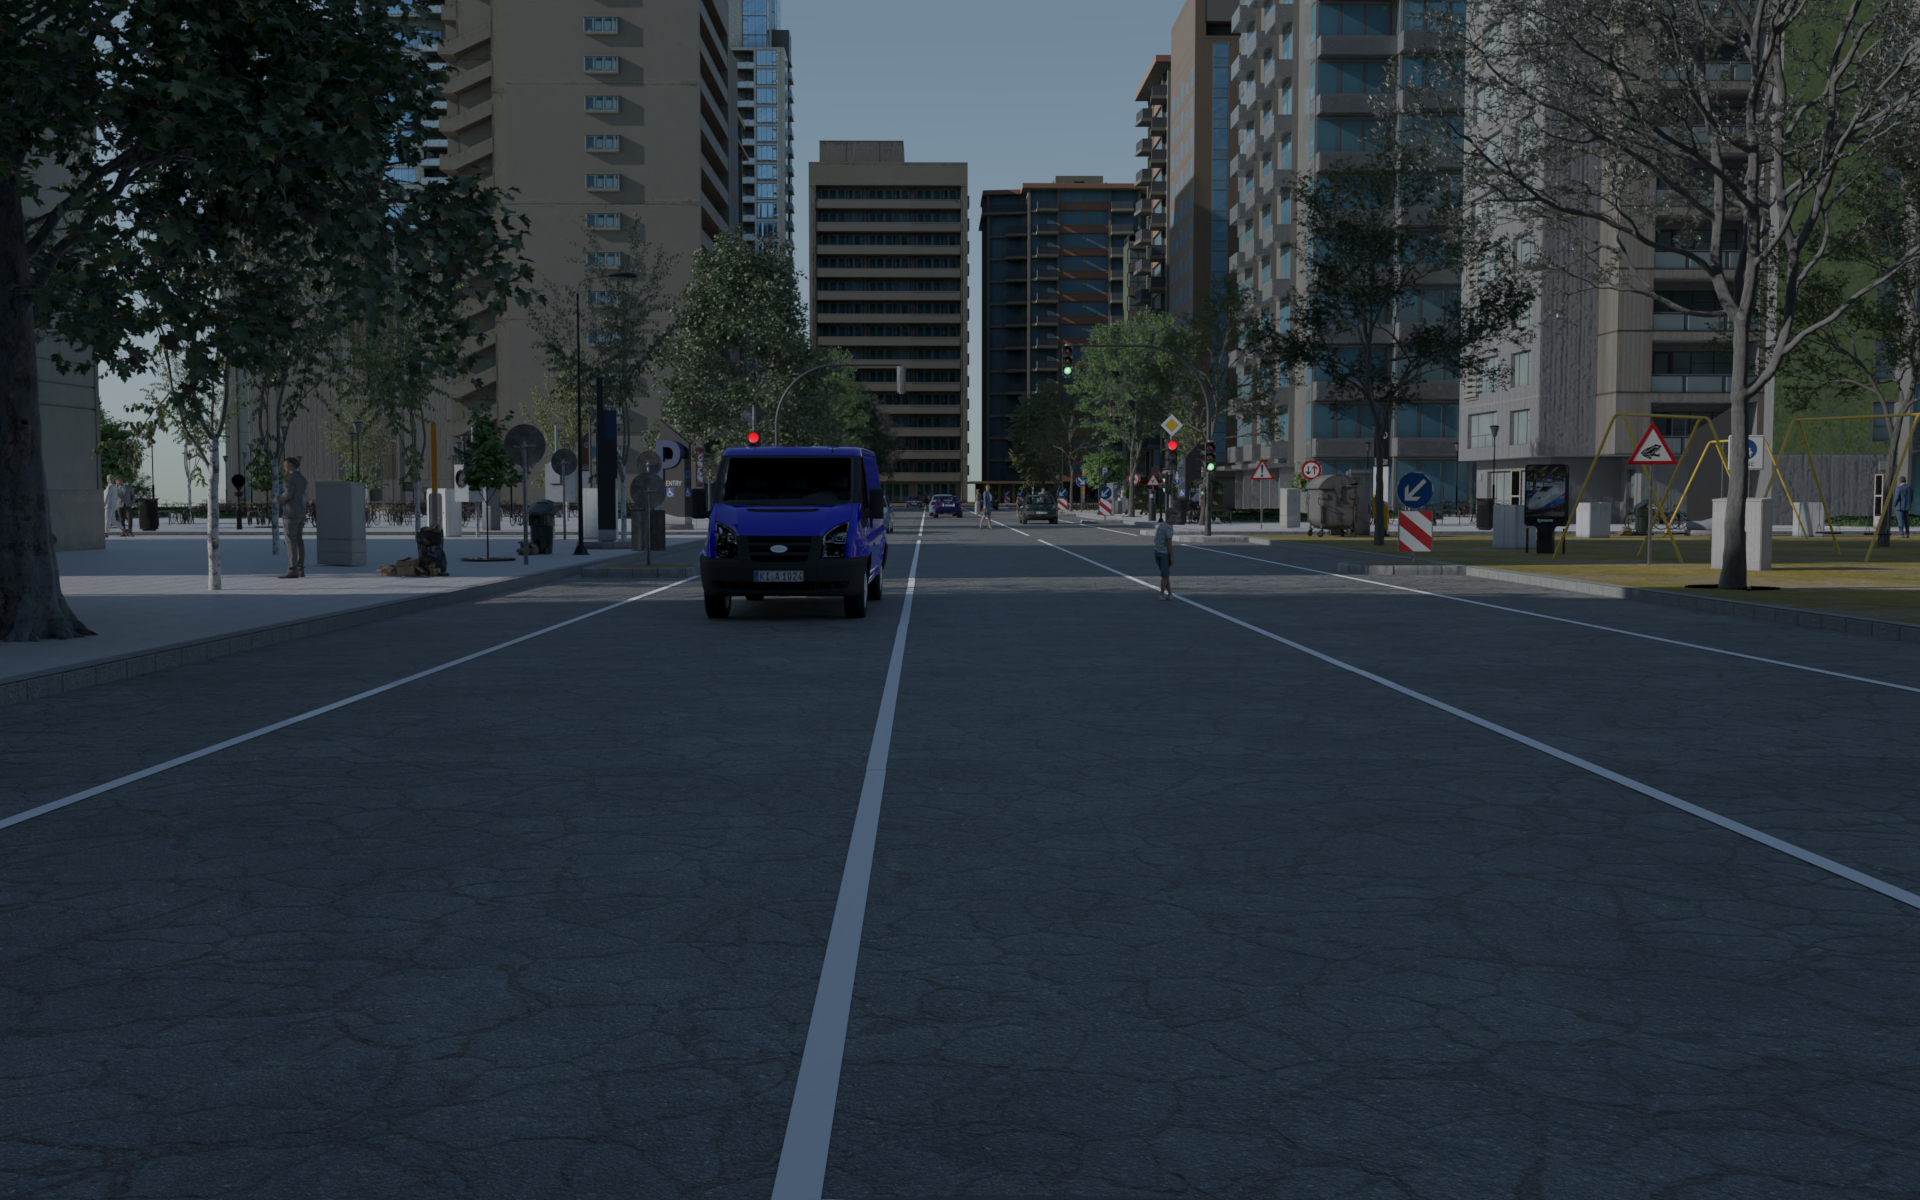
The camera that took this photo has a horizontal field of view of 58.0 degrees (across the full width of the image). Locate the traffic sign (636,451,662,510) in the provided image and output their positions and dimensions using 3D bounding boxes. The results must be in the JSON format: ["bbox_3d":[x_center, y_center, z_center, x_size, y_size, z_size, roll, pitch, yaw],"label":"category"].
[{"bbox_3d":[-9.119,-3.100,50.795,0.768,2.556,0.104,0,4,5],"label":"traffic sign"}]

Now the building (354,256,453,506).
[{"bbox_3d":[-57.964,-25.716,192.164,14.107,30.474,14.160,0,4,-1],"label":"building"}]

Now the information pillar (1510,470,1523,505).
[{"bbox_3d":[16.953,-2.955,52.803,0.304,2.012,0.304,2,4,28],"label":"information pillar"}]

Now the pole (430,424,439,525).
[{"bbox_3d":[-15.301,-3.462,50.445,0.158,3.312,0.155,0,3,0],"label":"pole"}]

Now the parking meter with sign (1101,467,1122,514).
[{"bbox_3d":[9.776,-7.031,111.212,0.543,3.016,1.738,-2,4,-34],"label":"parking meter with sign"}]

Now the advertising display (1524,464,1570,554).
[{"bbox_3d":[12.634,-1.964,37.321,0.123,1.923,0.974,-3,5,-43],"label":"advertising display"}]

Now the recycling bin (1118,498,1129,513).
[{"bbox_3d":[11.024,-6.446,117.941,0.722,1.027,0.722,-2,4,-25],"label":"recycling bin"}]

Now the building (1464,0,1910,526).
[{"bbox_3d":[31.195,-24.018,76.285,14.086,41.232,14.154,0,4,-1],"label":"building"}]

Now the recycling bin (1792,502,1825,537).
[{"bbox_3d":[25.395,-2.401,51.818,0.722,1.027,0.722,1,4,11],"label":"recycling bin"}]

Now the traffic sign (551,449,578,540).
[{"bbox_3d":[-11.070,-2.956,48.435,0.768,2.556,0.104,0,4,6],"label":"traffic sign"}]

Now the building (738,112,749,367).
[{"bbox_3d":[-36.411,-32.647,188.405,28.867,44.769,22.147,0,4,-1],"label":"building"}]

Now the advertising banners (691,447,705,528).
[{"bbox_3d":[-10.209,-4.184,64.603,0.090,3.025,2.074,2,4,35],"label":"advertising banners"}]

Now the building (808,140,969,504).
[{"bbox_3d":[-9.666,-37.714,240.326,21.600,48.544,21.300,0,4,-1],"label":"building"}]

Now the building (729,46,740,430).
[{"bbox_3d":[-28.529,-31.393,163.379,14.600,45.320,14.200,0,4,-1],"label":"building"}]

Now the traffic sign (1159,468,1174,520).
[{"bbox_3d":[10.028,-5.146,84.240,0.768,2.556,0.104,0,4,-1],"label":"traffic sign"}]

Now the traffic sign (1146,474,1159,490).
[{"bbox_3d":[12.092,-6.636,108.499,0.884,2.594,0.081,0,4,4],"label":"traffic sign"}]

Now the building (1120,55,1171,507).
[{"bbox_3d":[29.014,-31.675,172.503,22.147,44.769,28.867,0,4,-1],"label":"building"}]

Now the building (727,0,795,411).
[{"bbox_3d":[-35.970,-56.665,239.144,31.000,86.520,22.319,0,4,-1],"label":"building"}]

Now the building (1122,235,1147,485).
[{"bbox_3d":[25.039,-25.848,194.317,14.160,30.474,14.107,0,4,-1],"label":"building"}]

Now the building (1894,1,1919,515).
[{"bbox_3d":[61.350,-28.313,82.529,30.456,49.044,23.786,0,4,-1],"label":"building"}]

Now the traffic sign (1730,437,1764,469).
[{"bbox_3d":[13.671,-1.716,30.188,0.606,2.300,0.079,0,4,2],"label":"traffic sign"}]

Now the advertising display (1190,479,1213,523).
[{"bbox_3d":[10.619,-4.346,76.268,0.974,1.923,0.123,0,4,5],"label":"advertising display"}]

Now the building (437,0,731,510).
[{"bbox_3d":[-31.132,-31.906,145.363,21.300,48.544,21.600,0,4,-1],"label":"building"}]

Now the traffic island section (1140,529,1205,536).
[{"bbox_3d":[7.439,-2.362,60.905,2.009,0.180,2.903,0,4,-1],"label":"traffic island section"}]

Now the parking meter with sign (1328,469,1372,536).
[{"bbox_3d":[12.344,-3.514,53.721,1.738,3.016,0.543,0,4,-3],"label":"parking meter with sign"}]

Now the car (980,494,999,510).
[{"bbox_3d":[2.554,-8.869,154.787,2.009,1.686,4.222,0,4,0],"label":"car"}]

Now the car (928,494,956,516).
[{"bbox_3d":[-1.100,-6.138,112.363,2.014,1.417,4.499,0,4,1],"label":"car"}]

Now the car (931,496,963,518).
[{"bbox_3d":[-0.751,-5.661,105.132,1.945,1.354,3.894,0,4,-2],"label":"car"}]

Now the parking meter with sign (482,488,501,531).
[{"bbox_3d":[-16.651,-3.976,61.272,0.543,3.016,1.738,-2,4,-30],"label":"parking meter with sign"}]

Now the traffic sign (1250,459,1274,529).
[{"bbox_3d":[11.061,-3.882,63.470,0.884,2.594,0.081,0,4,5],"label":"traffic sign"}]

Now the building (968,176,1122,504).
[{"bbox_3d":[15.563,-35.859,240.920,28.867,44.769,22.147,0,4,-1],"label":"building"}]

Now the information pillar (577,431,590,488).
[{"bbox_3d":[-13.684,-4.394,63.198,0.504,3.616,0.183,-2,4,-24],"label":"information pillar"}]

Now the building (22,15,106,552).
[{"bbox_3d":[-34.103,-12.175,32.345,30.059,22.955,16.112,0,4,-1],"label":"building"}]

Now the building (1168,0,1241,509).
[{"bbox_3d":[26.140,-30.632,150.936,14.600,45.320,14.200,0,4,-1],"label":"building"}]

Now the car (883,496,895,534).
[{"bbox_3d":[-3.385,-3.188,64.126,2.014,1.417,4.499,0,4,0],"label":"car"}]

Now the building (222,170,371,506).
[{"bbox_3d":[-72.249,-31.111,192.264,14.086,41.232,14.154,0,4,-1],"label":"building"}]

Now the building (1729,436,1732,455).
[{"bbox_3d":[64.219,-36.596,187.581,27.495,52.752,28.713,0,4,-1],"label":"building"}]

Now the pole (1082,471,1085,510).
[{"bbox_3d":[9.680,-8.664,135.502,0.158,3.312,0.155,0,3,0],"label":"pole"}]

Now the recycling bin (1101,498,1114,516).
[{"bbox_3d":[8.750,-5.515,102.716,0.722,1.027,0.722,0,4,-4],"label":"recycling bin"}]

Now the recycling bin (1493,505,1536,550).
[{"bbox_3d":[12.925,-1.701,40.358,0.722,1.027,0.722,-2,4,-33],"label":"recycling bin"}]

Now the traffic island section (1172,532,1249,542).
[{"bbox_3d":[7.587,-1.874,52.921,2.009,0.180,2.903,0,4,-1],"label":"traffic island section"}]

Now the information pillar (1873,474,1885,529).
[{"bbox_3d":[34.148,-3.658,64.294,0.304,2.012,0.304,-3,5,-42],"label":"information pillar"}]

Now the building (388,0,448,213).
[{"bbox_3d":[-67.152,-56.642,238.774,31.000,86.520,22.319,0,4,-1],"label":"building"}]

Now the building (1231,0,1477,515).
[{"bbox_3d":[31.056,-30.561,119.273,23.786,49.044,30.456,0,4,-1],"label":"building"}]

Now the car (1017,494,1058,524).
[{"bbox_3d":[3.770,-4.514,83.590,2.009,1.686,4.222,0,4,-1],"label":"car"}]

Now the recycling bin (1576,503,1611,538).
[{"bbox_3d":[18.562,-2.337,50.761,0.722,1.027,0.722,-1,4,-11],"label":"recycling bin"}]

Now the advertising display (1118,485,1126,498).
[{"bbox_3d":[11.583,-7.164,122.340,0.123,1.923,0.974,-3,5,-40],"label":"advertising display"}]

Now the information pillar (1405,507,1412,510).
[{"bbox_3d":[16.391,-3.576,62.955,0.304,2.012,0.304,-1,4,-15],"label":"information pillar"}]

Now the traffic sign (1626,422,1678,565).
[{"bbox_3d":[12.500,-1.917,31.339,0.884,2.594,0.081,0,4,8],"label":"traffic sign"}]

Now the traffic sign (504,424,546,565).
[{"bbox_3d":[-7.897,-1.917,31.446,0.768,2.556,0.104,0,4,1],"label":"traffic sign"}]

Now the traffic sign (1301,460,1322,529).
[{"bbox_3d":[13.053,-3.933,64.404,0.768,2.556,0.104,0,4,7],"label":"traffic sign"}]

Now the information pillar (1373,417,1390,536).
[{"bbox_3d":[12.825,-3.749,52.657,0.504,3.616,0.183,3,4,37],"label":"information pillar"}]

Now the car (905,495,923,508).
[{"bbox_3d":[-4.831,-10.312,181.177,1.945,1.354,3.894,0,4,-3],"label":"car"}]
